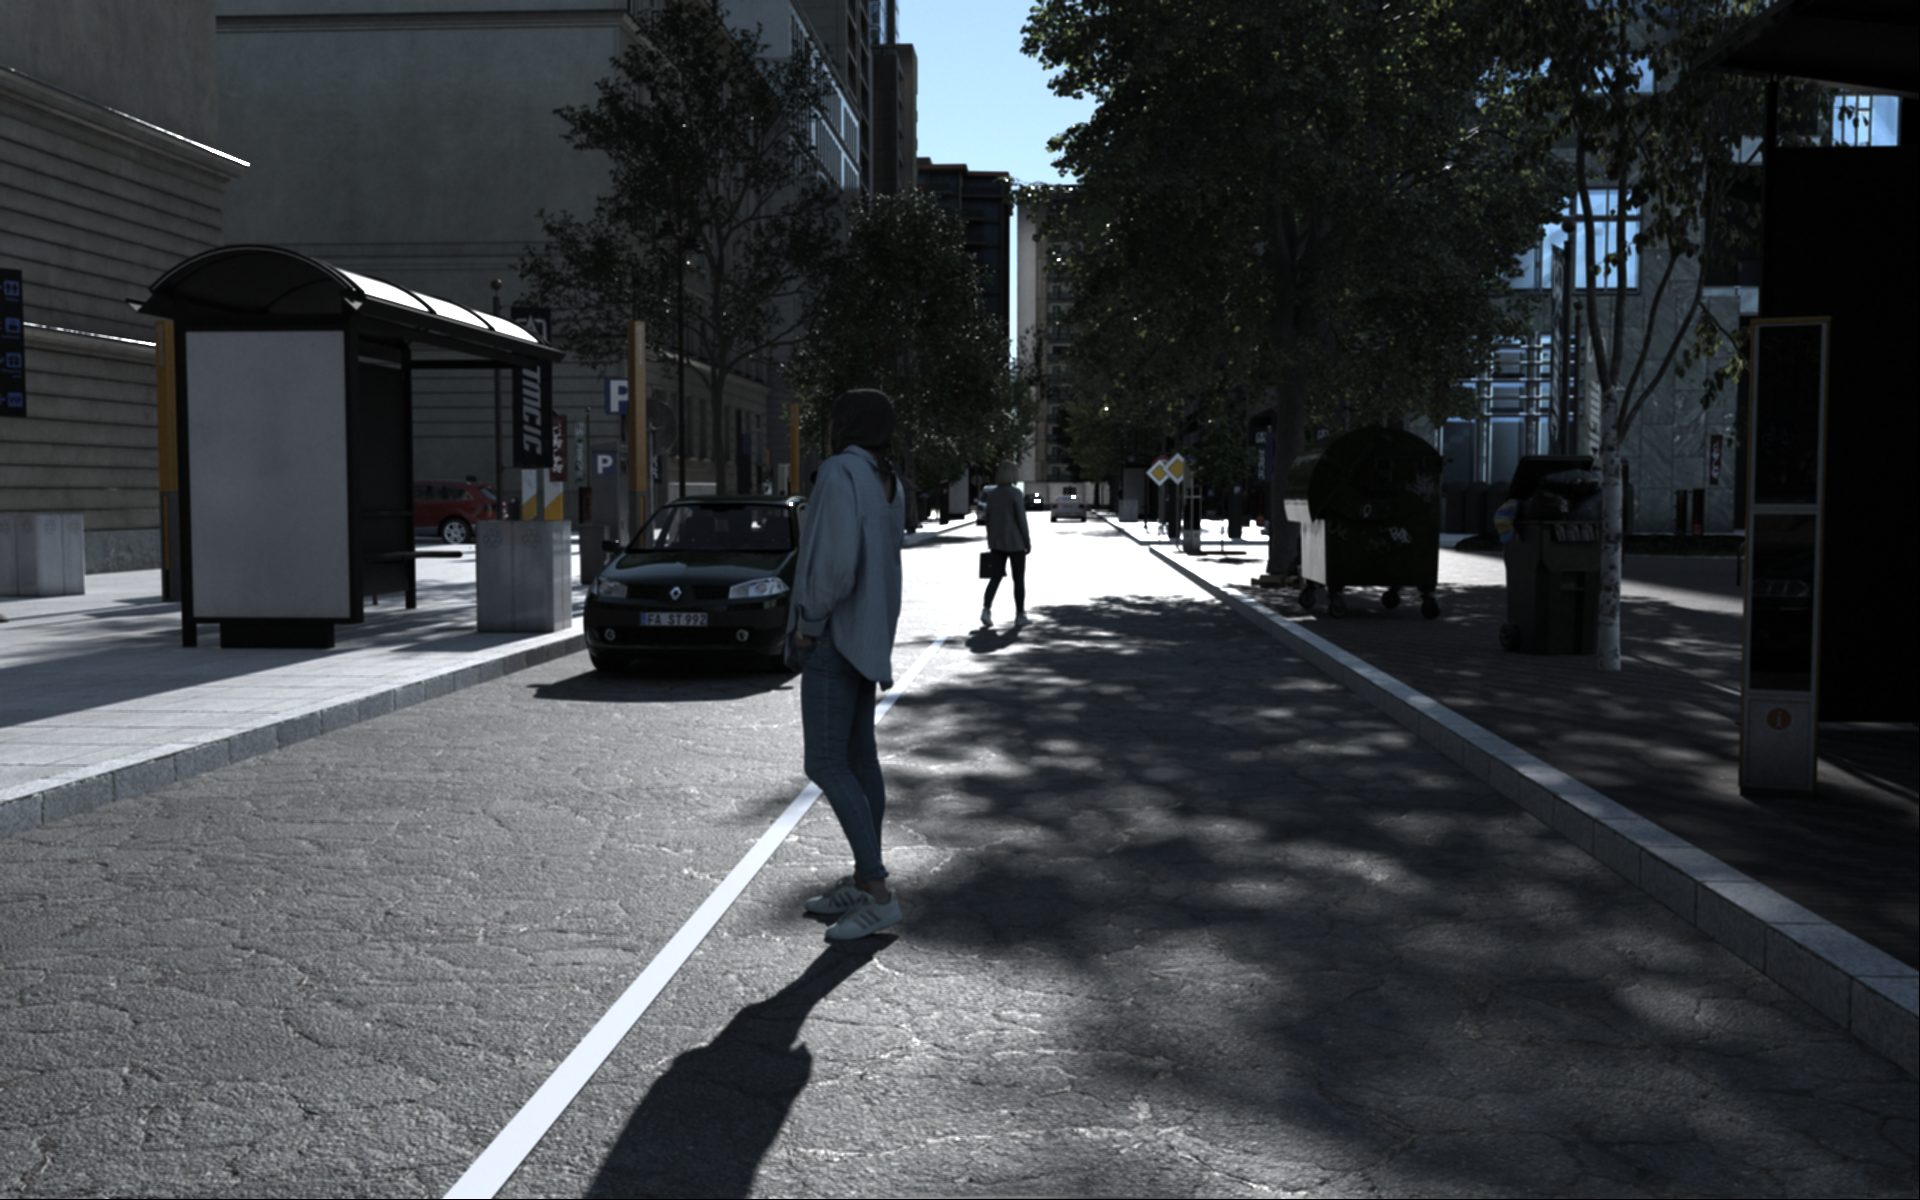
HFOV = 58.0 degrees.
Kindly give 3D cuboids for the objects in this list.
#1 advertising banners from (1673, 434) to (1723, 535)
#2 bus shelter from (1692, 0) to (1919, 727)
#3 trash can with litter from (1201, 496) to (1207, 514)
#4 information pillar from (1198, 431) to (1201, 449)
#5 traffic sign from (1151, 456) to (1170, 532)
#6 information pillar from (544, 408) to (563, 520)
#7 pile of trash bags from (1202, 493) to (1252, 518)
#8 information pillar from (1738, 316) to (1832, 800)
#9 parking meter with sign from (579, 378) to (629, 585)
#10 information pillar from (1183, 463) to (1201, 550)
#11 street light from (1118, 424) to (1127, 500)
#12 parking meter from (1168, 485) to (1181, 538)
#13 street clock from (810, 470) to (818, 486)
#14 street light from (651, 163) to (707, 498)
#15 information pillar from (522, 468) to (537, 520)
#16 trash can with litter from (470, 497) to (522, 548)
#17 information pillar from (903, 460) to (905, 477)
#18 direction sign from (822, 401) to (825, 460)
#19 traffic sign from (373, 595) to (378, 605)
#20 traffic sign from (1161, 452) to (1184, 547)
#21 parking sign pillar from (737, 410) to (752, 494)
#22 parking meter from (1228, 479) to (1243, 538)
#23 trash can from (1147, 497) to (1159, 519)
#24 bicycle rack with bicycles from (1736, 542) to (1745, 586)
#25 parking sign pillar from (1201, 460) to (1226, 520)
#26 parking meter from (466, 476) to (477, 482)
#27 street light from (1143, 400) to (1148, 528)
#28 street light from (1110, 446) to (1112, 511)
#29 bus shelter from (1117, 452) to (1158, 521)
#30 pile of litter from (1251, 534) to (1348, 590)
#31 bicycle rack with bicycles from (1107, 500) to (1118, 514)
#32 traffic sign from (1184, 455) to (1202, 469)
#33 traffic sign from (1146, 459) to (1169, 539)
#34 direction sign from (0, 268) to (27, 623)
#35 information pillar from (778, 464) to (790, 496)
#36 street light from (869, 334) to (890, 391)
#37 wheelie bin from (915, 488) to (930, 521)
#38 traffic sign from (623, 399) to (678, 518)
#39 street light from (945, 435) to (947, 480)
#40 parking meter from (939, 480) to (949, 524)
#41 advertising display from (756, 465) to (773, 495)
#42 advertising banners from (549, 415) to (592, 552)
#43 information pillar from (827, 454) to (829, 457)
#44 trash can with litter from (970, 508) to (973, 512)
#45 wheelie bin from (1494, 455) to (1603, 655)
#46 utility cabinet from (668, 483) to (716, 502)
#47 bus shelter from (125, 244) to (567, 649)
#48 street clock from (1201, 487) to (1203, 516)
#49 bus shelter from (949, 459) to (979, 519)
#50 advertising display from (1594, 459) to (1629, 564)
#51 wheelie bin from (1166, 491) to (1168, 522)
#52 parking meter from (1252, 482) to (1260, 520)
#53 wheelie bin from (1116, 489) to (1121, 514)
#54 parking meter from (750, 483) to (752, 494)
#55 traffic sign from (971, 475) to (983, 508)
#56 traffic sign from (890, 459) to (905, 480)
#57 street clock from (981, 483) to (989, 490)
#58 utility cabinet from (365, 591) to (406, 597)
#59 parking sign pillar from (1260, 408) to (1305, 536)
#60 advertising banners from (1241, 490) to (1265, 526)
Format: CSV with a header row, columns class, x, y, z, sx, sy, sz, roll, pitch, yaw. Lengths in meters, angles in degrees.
class,x,y,z,sx,sy,sz,roll,pitch,yaw
advertising banners,22.047,-3.397,51.729,0.090,3.025,2.074,-1,4,-14
bus shelter,4.629,-0.923,6.367,1.731,3.624,6.357,0,4,4
trash can with litter,14.641,-5.551,102.146,0.624,1.170,1.055,-1,4,-18
information pillar,8.860,-4.457,64.222,0.183,3.616,0.504,1,4,9
traffic sign,6.791,-3.547,58.096,0.768,2.556,0.104,0,4,4
information pillar,-10.203,-3.181,43.366,0.504,3.616,0.183,1,4,15
pile of trash bags,14.587,-5.117,93.422,1.912,1.369,3.447,-2,4,-32
information pillar,3.507,-0.176,7.376,0.304,2.012,0.304,2,4,25
parking meter with sign,-5.109,-1.772,25.228,0.543,3.016,1.738,0,4,4
information pillar,5.317,-2.153,39.693,0.304,2.012,0.304,-3,4,-37
street light,8.841,-7.447,94.548,0.468,5.910,1.993,0,4,3
parking meter,6.271,-2.585,50.674,0.372,1.533,0.369,0,3,0
street clock,-4.336,-2.976,53.224,0.471,2.002,0.358,1,4,14
street light,-3.966,-3.172,24.643,0.468,5.910,1.993,0,4,3
information pillar,-14.370,-4.058,57.700,0.504,3.616,0.183,-1,4,-18
trash can with litter,-10.432,-1.816,40.755,1.678,1.210,2.233,-3,4,-37
information pillar,-3.066,-6.651,100.095,0.504,3.616,0.183,0,4,8
direction sign,-3.371,-3.104,42.744,0.379,3.537,0.876,0,4,-8
traffic sign,-6.771,-1.093,19.993,0.606,2.300,0.079,0,4,5
traffic sign,5.215,-2.319,41.552,0.795,2.450,0.064,0,4,3
parking sign pillar,-7.035,-4.146,56.266,1.447,3.967,1.447,0,4,-8
parking meter,8.026,-2.736,50.450,0.399,1.863,0.255,-1,4,-17
trash can,10.001,-4.791,89.980,0.748,1.137,0.748,0,3,0
bicycle rack with bicycles,12.320,-0.647,23.962,2.925,0.926,2.852,-2,4,-34
parking sign pillar,12.747,-6.057,87.497,1.447,3.967,1.447,1,4,14
parking meter,-15.476,-3.009,54.904,0.255,1.863,0.399,-2,4,-28
street light,7.092,-5.701,65.997,0.468,5.910,1.993,0,4,3
street light,10.736,-9.215,123.452,0.468,5.910,1.993,0,4,3
bus shelter,8.935,-5.647,86.257,2.014,3.302,5.546,0,4,3
pile of litter,4.682,-0.609,23.922,1.176,0.858,1.719,0,4,-8
bicycle rack with bicycles,10.795,-6.005,111.557,2.852,0.926,2.925,0,4,-5
traffic sign,7.336,-3.318,54.351,0.768,2.556,0.104,1,4,10
traffic sign,5.698,-2.806,49.522,0.795,2.450,0.064,0,4,3
direction sign,-9.737,-1.544,17.240,0.379,3.537,0.876,3,4,36
information pillar,-4.220,-2.312,42.300,0.304,2.012,0.304,-3,5,-43
street light,-2.340,-4.735,50.200,0.468,5.910,1.993,0,4,3
wheelie bin,-1.888,-4.528,81.933,0.980,1.594,0.693,1,4,20
traffic sign,-4.143,-1.411,23.174,0.768,2.556,0.104,1,4,11
street light,-0.641,-6.493,78.941,0.468,5.910,1.993,0,4,3
parking meter,-0.683,-4.129,73.219,0.399,1.863,0.255,-1,4,-21
advertising display,-4.325,-2.032,38.445,0.123,1.923,0.974,1,4,9
advertising banners,-8.161,-2.576,38.298,2.074,3.025,0.090,0,4,-3
information pillar,-6.466,-5.714,84.773,0.183,3.616,0.504,0,4,-5
trash can with litter,0.342,-6.784,122.313,1.055,1.170,0.624,-1,4,-19
wheelie bin,4.837,-0.373,13.999,0.980,1.594,0.693,-1,4,-13
utility cabinet,-5.313,-1.613,35.057,1.173,1.500,0.318,-3,5,-41
bus shelter,-5.599,-1.401,16.835,2.014,3.302,5.546,0,4,4
street clock,14.057,-5.913,101.241,0.358,2.002,0.471,0,4,5
bus shelter,-0.122,-6.046,92.783,2.014,3.302,5.546,0,4,4
advertising display,12.143,-1.660,32.354,0.123,1.923,0.974,-1,4,-12
wheelie bin,9.733,-4.371,79.375,0.980,1.594,0.693,2,4,33
parking meter,14.790,-4.945,86.568,0.255,1.863,0.399,-1,4,-20
wheelie bin,10.685,-6.456,113.463,0.693,1.594,0.980,3,5,40
parking meter,-8.951,-4.114,72.977,0.255,1.863,0.399,2,4,25
traffic sign,1.124,-6.983,114.285,0.768,2.556,0.104,0,4,5
traffic sign,-1.981,-2.836,50.007,0.795,2.450,0.064,0,4,3
street clock,1.588,-6.455,110.103,0.471,2.002,0.358,-2,4,-35
utility cabinet,-7.403,-0.645,21.703,1.020,1.237,0.306,-2,4,-32
parking sign pillar,10.065,-3.991,53.720,1.447,3.967,1.447,-2,4,-35
advertising banners,11.992,-4.458,69.074,0.090,3.025,2.074,-3,5,-44
